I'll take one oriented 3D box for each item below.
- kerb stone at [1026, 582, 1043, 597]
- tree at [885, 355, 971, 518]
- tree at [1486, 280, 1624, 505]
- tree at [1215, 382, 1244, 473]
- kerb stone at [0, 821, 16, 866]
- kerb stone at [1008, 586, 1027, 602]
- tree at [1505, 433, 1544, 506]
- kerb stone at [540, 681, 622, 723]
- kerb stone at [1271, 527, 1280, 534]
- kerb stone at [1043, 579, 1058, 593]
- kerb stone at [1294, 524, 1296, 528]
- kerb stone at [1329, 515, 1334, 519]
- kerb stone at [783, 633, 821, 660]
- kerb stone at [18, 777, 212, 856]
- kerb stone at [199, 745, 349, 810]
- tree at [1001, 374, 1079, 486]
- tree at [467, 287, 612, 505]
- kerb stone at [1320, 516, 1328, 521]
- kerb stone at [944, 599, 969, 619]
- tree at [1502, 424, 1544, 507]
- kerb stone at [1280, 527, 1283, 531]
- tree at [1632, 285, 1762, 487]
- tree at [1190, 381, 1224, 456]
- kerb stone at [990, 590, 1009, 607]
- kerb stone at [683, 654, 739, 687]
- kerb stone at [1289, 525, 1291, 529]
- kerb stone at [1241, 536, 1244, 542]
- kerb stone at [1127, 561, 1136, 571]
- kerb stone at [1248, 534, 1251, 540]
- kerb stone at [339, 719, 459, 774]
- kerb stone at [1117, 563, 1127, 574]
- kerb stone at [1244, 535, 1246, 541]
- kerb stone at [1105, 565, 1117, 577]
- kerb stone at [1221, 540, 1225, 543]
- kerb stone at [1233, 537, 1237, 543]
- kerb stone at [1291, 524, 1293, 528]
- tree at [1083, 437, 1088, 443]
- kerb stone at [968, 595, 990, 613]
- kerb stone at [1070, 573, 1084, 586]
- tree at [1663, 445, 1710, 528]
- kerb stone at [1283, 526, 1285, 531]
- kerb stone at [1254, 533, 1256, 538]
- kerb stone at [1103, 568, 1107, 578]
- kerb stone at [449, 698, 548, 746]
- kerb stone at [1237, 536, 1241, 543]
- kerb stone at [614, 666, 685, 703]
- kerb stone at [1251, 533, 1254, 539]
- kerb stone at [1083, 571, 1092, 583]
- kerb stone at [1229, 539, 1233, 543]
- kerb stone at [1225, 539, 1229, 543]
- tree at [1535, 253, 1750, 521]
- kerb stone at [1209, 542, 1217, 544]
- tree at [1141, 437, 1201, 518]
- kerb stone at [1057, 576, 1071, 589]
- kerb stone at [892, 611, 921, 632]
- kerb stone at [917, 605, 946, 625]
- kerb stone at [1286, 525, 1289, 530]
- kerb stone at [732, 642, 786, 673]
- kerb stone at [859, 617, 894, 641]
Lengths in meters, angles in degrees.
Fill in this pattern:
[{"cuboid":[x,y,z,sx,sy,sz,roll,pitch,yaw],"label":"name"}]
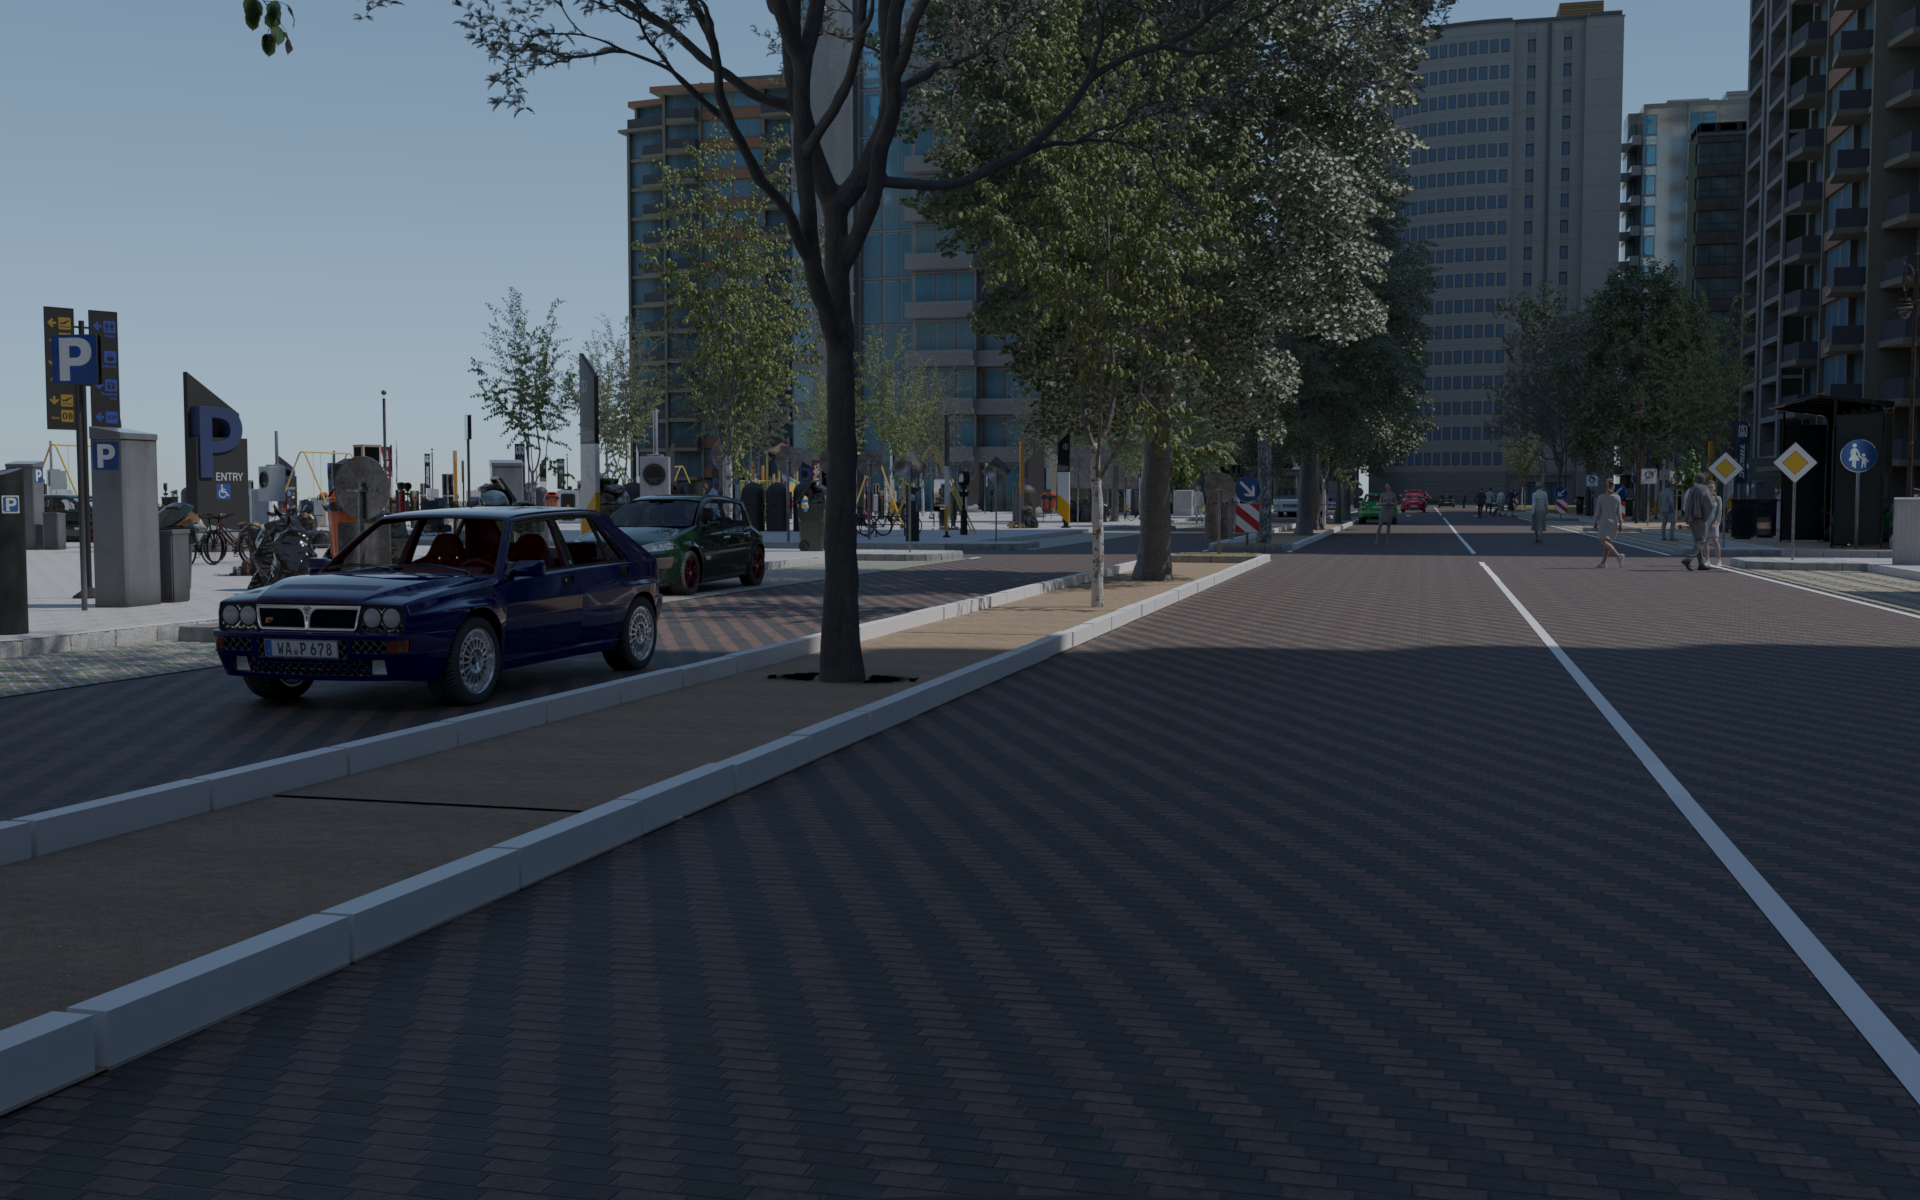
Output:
[{"cuboid":[0.951,-0.119,24.136,0.120,0.150,1.000,1,4,15],"label":"kerb stone"},{"cuboid":[-1.265,-8.598,90.934,4.360,8.622,3.978,0,3,0],"label":"tree"},{"cuboid":[51.882,-18.041,150.866,12.611,20.169,13.585,0,3,0],"label":"tree"},{"cuboid":[14.212,-11.396,104.454,7.486,12.596,7.792,0,3,0],"label":"tree"},{"cuboid":[-3.821,0.972,6.307,0.120,0.150,1.000,1,4,15],"label":"kerb stone"},{"cuboid":[0.687,-0.058,23.143,0.120,0.150,1.000,1,4,15],"label":"kerb stone"},{"cuboid":[58.872,-14.077,180.527,4.360,8.622,3.978,0,3,0],"label":"tree"},{"cuboid":[-2.491,0.669,11.262,0.120,0.150,1.000,1,4,15],"label":"kerb stone"},{"cuboid":[11.695,-2.574,64.278,0.120,0.150,1.000,1,4,15],"label":"kerb stone"},{"cuboid":[1.217,-0.179,25.126,0.120,0.150,1.000,1,4,15],"label":"kerb stone"},{"cuboid":[13.815,-3.049,72.203,0.120,0.150,1.000,1,4,15],"label":"kerb stone"},{"cuboid":[21.756,-4.872,101.892,0.120,0.150,1.000,1,4,15],"label":"kerb stone"},{"cuboid":[-1.436,0.426,15.231,0.120,0.150,1.000,1,4,15],"label":"kerb stone"},{"cuboid":[-3.555,0.911,7.302,0.120,0.150,1.000,1,4,15],"label":"kerb stone"},{"cuboid":[-3.290,0.853,8.294,0.120,0.150,1.000,1,4,15],"label":"kerb stone"},{"cuboid":[4.309,-9.434,104.609,4.360,8.622,3.978,0,3,0],"label":"tree"},{"cuboid":[-15.132,-6.771,61.075,4.737,8.622,4.395,0,3,0],"label":"tree"},{"cuboid":[20.171,-4.511,95.951,0.120,0.150,1.000,1,4,15],"label":"kerb stone"},{"cuboid":[-0.104,0.124,20.174,0.120,0.150,1.000,1,4,15],"label":"kerb stone"},{"cuboid":[56.231,-13.610,172.879,4.737,8.622,4.395,0,3,0],"label":"tree"},{"cuboid":[11.958,-2.634,65.266,0.120,0.150,1.000,1,4,15],"label":"kerb stone"},{"cuboid":[25.800,-6.715,60.160,4.737,8.622,4.395,0,3,0],"label":"tree"},{"cuboid":[20.061,-12.282,126.572,9.928,11.665,9.643,0,3,0],"label":"tree"},{"cuboid":[0.422,0.009,22.151,0.120,0.150,1.000,1,4,15],"label":"kerb stone"},{"cuboid":[-1.957,0.554,13.248,0.120,0.150,1.000,1,4,15],"label":"kerb stone"},{"cuboid":[13.023,-2.872,69.226,0.120,0.150,1.000,1,4,15],"label":"kerb stone"},{"cuboid":[8.249,-1.787,51.406,0.120,0.150,1.000,1,4,15],"label":"kerb stone"},{"cuboid":[3.074,-0.603,32.069,0.120,0.150,1.000,1,4,15],"label":"kerb stone"},{"cuboid":[8.779,-1.907,53.381,0.120,0.150,1.000,1,4,15],"label":"kerb stone"},{"cuboid":[-3.020,0.792,9.280,0.120,0.150,1.000,1,4,15],"label":"kerb stone"},{"cuboid":[2.812,-0.543,31.080,0.120,0.150,1.000,1,4,15],"label":"kerb stone"},{"cuboid":[8.514,-1.847,52.393,0.120,0.150,1.000,1,4,15],"label":"kerb stone"},{"cuboid":[2.541,-0.482,30.078,0.120,0.150,1.000,1,4,15],"label":"kerb stone"},{"cuboid":[6.927,-1.479,46.448,0.120,0.150,1.000,1,4,15],"label":"kerb stone"},{"cuboid":[7.714,-1.665,49.425,0.120,0.150,1.000,1,4,15],"label":"kerb stone"},{"cuboid":[13.283,-2.933,70.220,0.120,0.150,1.000,1,4,15],"label":"kerb stone"},{"cuboid":[6.871,-10.037,114.462,4.360,8.622,3.978,0,3,0],"label":"tree"},{"cuboid":[0.160,0.063,21.162,0.120,0.150,1.000,1,4,15],"label":"kerb stone"},{"cuboid":[1.746,-0.301,27.117,0.120,0.150,1.000,1,4,15],"label":"kerb stone"},{"cuboid":[28.204,-4.405,66.629,1.663,3.219,1.824,0,3,0],"label":"tree"},{"cuboid":[12.219,-2.693,66.257,0.120,0.150,1.000,1,4,15],"label":"kerb stone"},{"cuboid":[9.304,-2.026,55.357,0.120,0.150,1.000,1,4,15],"label":"kerb stone"},{"cuboid":[2.275,-0.417,29.092,0.120,0.150,1.000,1,4,15],"label":"kerb stone"},{"cuboid":[-2.756,0.729,10.275,0.120,0.150,1.000,1,4,15],"label":"kerb stone"},{"cuboid":[7.982,-1.726,50.412,0.120,0.150,1.000,1,4,15],"label":"kerb stone"},{"cuboid":[-2.229,0.608,12.258,0.120,0.150,1.000,1,4,15],"label":"kerb stone"},{"cuboid":[9.037,-1.966,54.371,0.120,0.150,1.000,1,4,15],"label":"kerb stone"},{"cuboid":[2.007,-0.361,28.105,0.120,0.150,1.000,1,4,15],"label":"kerb stone"},{"cuboid":[7.459,-1.603,48.435,0.120,0.150,1.000,1,4,15],"label":"kerb stone"},{"cuboid":[7.193,-1.540,47.445,0.120,0.150,1.000,1,4,15],"label":"kerb stone"},{"cuboid":[32.622,-10.146,82.890,9.611,12.733,9.660,0,3,0],"label":"tree"},{"cuboid":[6.659,-1.423,45.459,0.120,0.150,1.000,1,4,15],"label":"kerb stone"},{"cuboid":[11.309,-6.712,93.449,4.285,4.588,4.351,0,3,0],"label":"tree"},{"cuboid":[1.482,-0.239,26.120,0.120,0.150,1.000,1,4,15],"label":"kerb stone"},{"cuboid":[-0.636,0.250,18.201,0.120,0.150,1.000,1,4,15],"label":"kerb stone"},{"cuboid":[-0.378,0.184,19.190,0.120,0.150,1.000,1,4,15],"label":"kerb stone"},{"cuboid":[12.762,-2.816,68.229,0.120,0.150,1.000,1,4,15],"label":"kerb stone"},{"cuboid":[-1.691,0.486,14.242,0.120,0.150,1.000,1,4,15],"label":"kerb stone"},{"cuboid":[-0.890,0.305,17.205,0.120,0.150,1.000,1,4,15],"label":"kerb stone"}]
